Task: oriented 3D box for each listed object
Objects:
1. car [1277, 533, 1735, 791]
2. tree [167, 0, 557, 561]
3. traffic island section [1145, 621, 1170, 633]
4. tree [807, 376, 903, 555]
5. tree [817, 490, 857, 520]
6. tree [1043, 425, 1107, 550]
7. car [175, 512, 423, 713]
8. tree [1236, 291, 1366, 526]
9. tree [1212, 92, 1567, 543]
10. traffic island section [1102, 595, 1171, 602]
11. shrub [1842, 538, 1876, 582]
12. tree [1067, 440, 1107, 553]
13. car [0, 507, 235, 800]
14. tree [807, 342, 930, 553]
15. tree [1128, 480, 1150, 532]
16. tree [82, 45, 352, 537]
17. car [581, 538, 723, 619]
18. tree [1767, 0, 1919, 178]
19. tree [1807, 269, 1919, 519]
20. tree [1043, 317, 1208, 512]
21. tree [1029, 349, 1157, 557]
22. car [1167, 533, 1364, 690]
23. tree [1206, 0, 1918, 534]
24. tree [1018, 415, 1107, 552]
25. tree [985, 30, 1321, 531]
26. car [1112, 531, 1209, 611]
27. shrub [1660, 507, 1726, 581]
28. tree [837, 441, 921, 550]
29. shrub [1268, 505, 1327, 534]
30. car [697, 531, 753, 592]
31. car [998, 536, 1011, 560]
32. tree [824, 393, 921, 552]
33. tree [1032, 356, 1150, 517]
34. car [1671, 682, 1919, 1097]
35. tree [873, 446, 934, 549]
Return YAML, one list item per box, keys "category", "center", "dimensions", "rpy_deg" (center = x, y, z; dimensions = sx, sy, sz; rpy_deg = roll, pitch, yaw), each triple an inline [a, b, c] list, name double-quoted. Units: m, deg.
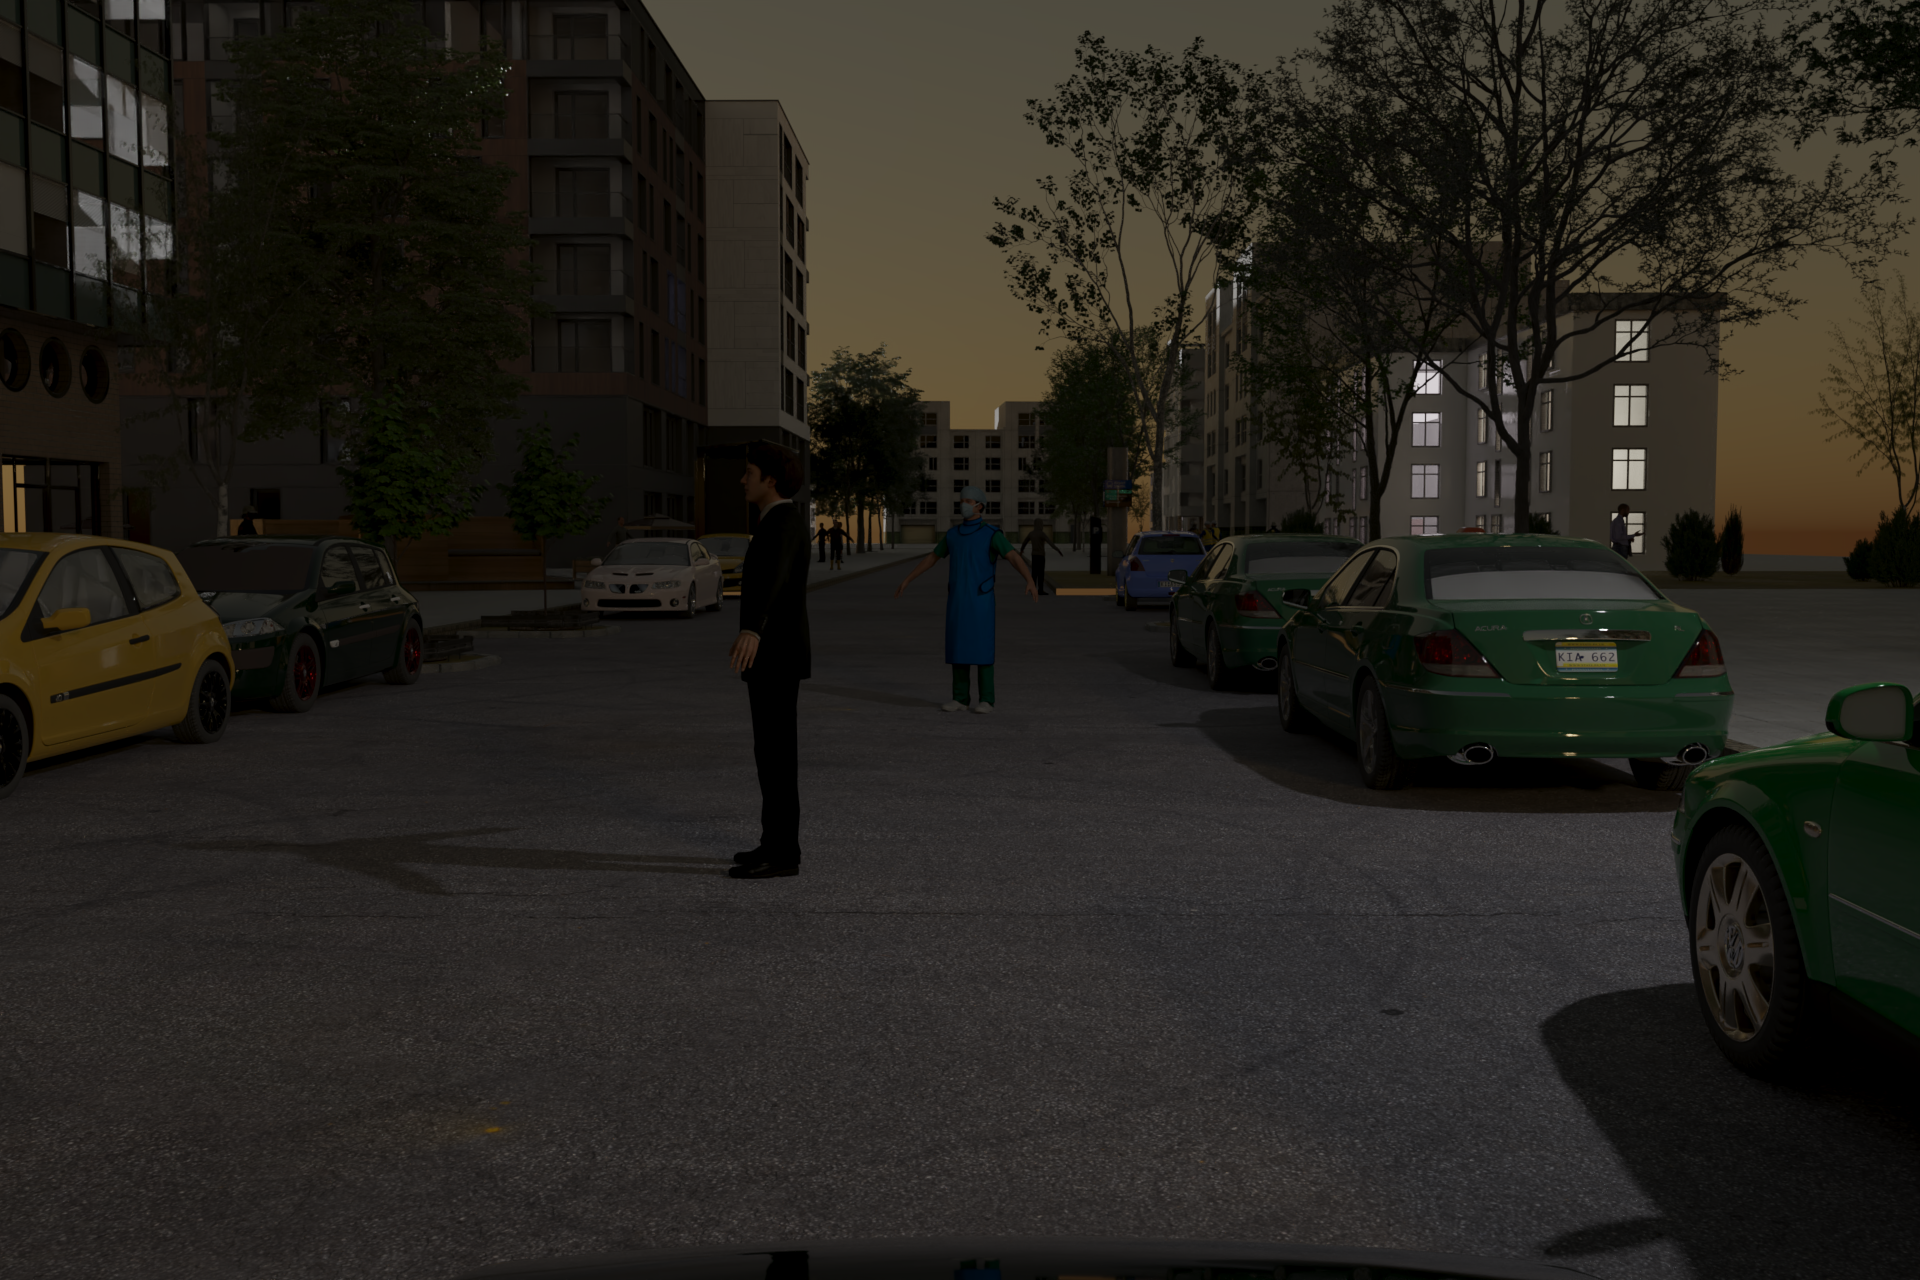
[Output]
- category: "car"
  center: [3.222, 0.043, 11.099]
  dimensions: [2.131, 1.459, 4.920]
  rpy_deg: [0, 4, 1]
- category: "tree"
  center: [-11.974, -7.152, 35.063]
  dimensions: [7.486, 12.596, 7.792]
  rpy_deg: [0, 3, 0]
- category: "traffic island section"
  center: [3.788, -0.186, 25.912]
  dimensions: [1.991, 0.108, 1.994]
  rpy_deg: [0, 4, 1]
- category: "tree"
  center: [-6.990, -10.345, 103.550]
  dimensions: [7.601, 10.594, 8.767]
  rpy_deg: [-2, 4, -28]
- category: "tree"
  center: [-17.143, -18.981, 236.094]
  dimensions: [9.928, 11.665, 9.643]
  rpy_deg: [0, 3, 0]
- category: "tree"
  center: [9.900, -13.514, 139.086]
  dimensions: [7.486, 12.596, 7.792]
  rpy_deg: [0, 3, 0]
- category: "car"
  center: [-6.066, -0.325, 15.102]
  dimensions: [2.009, 1.686, 4.222]
  rpy_deg: [0, 4, 1]
- category: "tree"
  center: [10.496, -6.213, 51.948]
  dimensions: [4.737, 8.622, 4.395]
  rpy_deg: [0, 3, 0]
- category: "tree"
  center: [9.830, -6.996, 40.135]
  dimensions: [9.928, 11.665, 9.643]
  rpy_deg: [0, 3, 0]
- category: "traffic island section"
  center: [4.101, -0.903, 37.638]
  dimensions: [1.991, 0.108, 1.994]
  rpy_deg: [0, 4, 1]
- category: "shrub"
  center: [24.444, -2.186, 46.856]
  dimensions: [1.383, 1.207, 1.383]
  rpy_deg: [0, 3, 0]
- category: "tree"
  center: [8.603, -10.369, 119.895]
  dimensions: [4.737, 8.622, 4.395]
  rpy_deg: [0, 3, 0]
- category: "car"
  center: [-5.972, -0.016, 10.488]
  dimensions: [2.015, 1.641, 3.980]
  rpy_deg: [0, 4, 1]
- category: "tree"
  center: [-6.701, -12.708, 114.431]
  dimensions: [9.857, 13.997, 8.962]
  rpy_deg: [0, 3, 0]
- category: "tree"
  center: [24.426, -17.411, 235.033]
  dimensions: [4.737, 8.622, 4.395]
  rpy_deg: [0, 3, 0]
- category: "tree"
  center: [-11.221, -4.631, 26.073]
  dimensions: [4.360, 8.622, 3.978]
  rpy_deg: [0, 3, 0]
- category: "car"
  center: [-5.390, -1.127, 30.786]
  dimensions: [2.083, 1.381, 4.827]
  rpy_deg: [0, 4, 2]
- category: "tree"
  center: [9.650, -4.766, 12.339]
  dimensions: [7.601, 10.594, 8.767]
  rpy_deg: [-1, 4, -12]
- category: "tree"
  center: [26.122, -5.936, 47.414]
  dimensions: [4.360, 8.622, 3.978]
  rpy_deg: [0, 3, 0]
- category: "tree"
  center: [7.797, -9.543, 81.790]
  dimensions: [9.928, 11.665, 9.643]
  rpy_deg: [0, 3, 0]
- category: "tree"
  center: [7.663, -10.526, 97.856]
  dimensions: [9.928, 11.665, 9.643]
  rpy_deg: [0, 3, 0]
- category: "car"
  center: [3.210, -0.336, 17.296]
  dimensions: [2.131, 1.459, 4.920]
  rpy_deg: [0, 4, 0]
- category: "tree"
  center: [9.134, -7.199, 28.079]
  dimensions: [12.009, 13.543, 11.850]
  rpy_deg: [0, 3, 0]
- category: "tree"
  center: [8.264, -11.713, 125.920]
  dimensions: [8.767, 10.594, 7.601]
  rpy_deg: [1, 4, 11]
- category: "tree"
  center: [6.969, -12.800, 65.167]
  dimensions: [12.611, 20.169, 13.585]
  rpy_deg: [0, 3, 0]
- category: "car"
  center: [3.933, -1.462, 33.496]
  dimensions: [1.945, 1.707, 3.694]
  rpy_deg: [0, 4, 1]
- category: "shrub"
  center: [20.016, -2.623, 47.301]
  dimensions: [1.690, 2.028, 1.600]
  rpy_deg: [0, 3, 0]
- category: "tree"
  center: [-6.434, -12.296, 135.455]
  dimensions: [7.601, 10.594, 8.767]
  rpy_deg: [1, 4, 21]
- category: "shrub"
  center: [9.353, -2.668, 47.663]
  dimensions: [1.661, 2.075, 1.752]
  rpy_deg: [0, 3, 0]
- category: "car"
  center: [-5.342, -1.786, 39.424]
  dimensions: [2.015, 1.641, 3.980]
  rpy_deg: [0, 4, 1]
- category: "car"
  center: [1.919, -5.446, 98.628]
  dimensions: [1.945, 1.707, 3.694]
  rpy_deg: [0, 4, 1]
- category: "tree"
  center: [-6.365, -12.147, 124.358]
  dimensions: [9.928, 11.665, 9.643]
  rpy_deg: [0, 3, 0]
- category: "tree"
  center: [8.402, -11.753, 110.286]
  dimensions: [7.486, 12.596, 7.792]
  rpy_deg: [0, 3, 0]
- category: "car"
  center: [2.886, 0.343, 3.190]
  dimensions: [1.959, 1.807, 4.718]
  rpy_deg: [0, 4, 2]
- category: "tree"
  center: [-5.474, -13.012, 147.156]
  dimensions: [8.767, 10.594, 7.601]
  rpy_deg: [3, 5, 42]
